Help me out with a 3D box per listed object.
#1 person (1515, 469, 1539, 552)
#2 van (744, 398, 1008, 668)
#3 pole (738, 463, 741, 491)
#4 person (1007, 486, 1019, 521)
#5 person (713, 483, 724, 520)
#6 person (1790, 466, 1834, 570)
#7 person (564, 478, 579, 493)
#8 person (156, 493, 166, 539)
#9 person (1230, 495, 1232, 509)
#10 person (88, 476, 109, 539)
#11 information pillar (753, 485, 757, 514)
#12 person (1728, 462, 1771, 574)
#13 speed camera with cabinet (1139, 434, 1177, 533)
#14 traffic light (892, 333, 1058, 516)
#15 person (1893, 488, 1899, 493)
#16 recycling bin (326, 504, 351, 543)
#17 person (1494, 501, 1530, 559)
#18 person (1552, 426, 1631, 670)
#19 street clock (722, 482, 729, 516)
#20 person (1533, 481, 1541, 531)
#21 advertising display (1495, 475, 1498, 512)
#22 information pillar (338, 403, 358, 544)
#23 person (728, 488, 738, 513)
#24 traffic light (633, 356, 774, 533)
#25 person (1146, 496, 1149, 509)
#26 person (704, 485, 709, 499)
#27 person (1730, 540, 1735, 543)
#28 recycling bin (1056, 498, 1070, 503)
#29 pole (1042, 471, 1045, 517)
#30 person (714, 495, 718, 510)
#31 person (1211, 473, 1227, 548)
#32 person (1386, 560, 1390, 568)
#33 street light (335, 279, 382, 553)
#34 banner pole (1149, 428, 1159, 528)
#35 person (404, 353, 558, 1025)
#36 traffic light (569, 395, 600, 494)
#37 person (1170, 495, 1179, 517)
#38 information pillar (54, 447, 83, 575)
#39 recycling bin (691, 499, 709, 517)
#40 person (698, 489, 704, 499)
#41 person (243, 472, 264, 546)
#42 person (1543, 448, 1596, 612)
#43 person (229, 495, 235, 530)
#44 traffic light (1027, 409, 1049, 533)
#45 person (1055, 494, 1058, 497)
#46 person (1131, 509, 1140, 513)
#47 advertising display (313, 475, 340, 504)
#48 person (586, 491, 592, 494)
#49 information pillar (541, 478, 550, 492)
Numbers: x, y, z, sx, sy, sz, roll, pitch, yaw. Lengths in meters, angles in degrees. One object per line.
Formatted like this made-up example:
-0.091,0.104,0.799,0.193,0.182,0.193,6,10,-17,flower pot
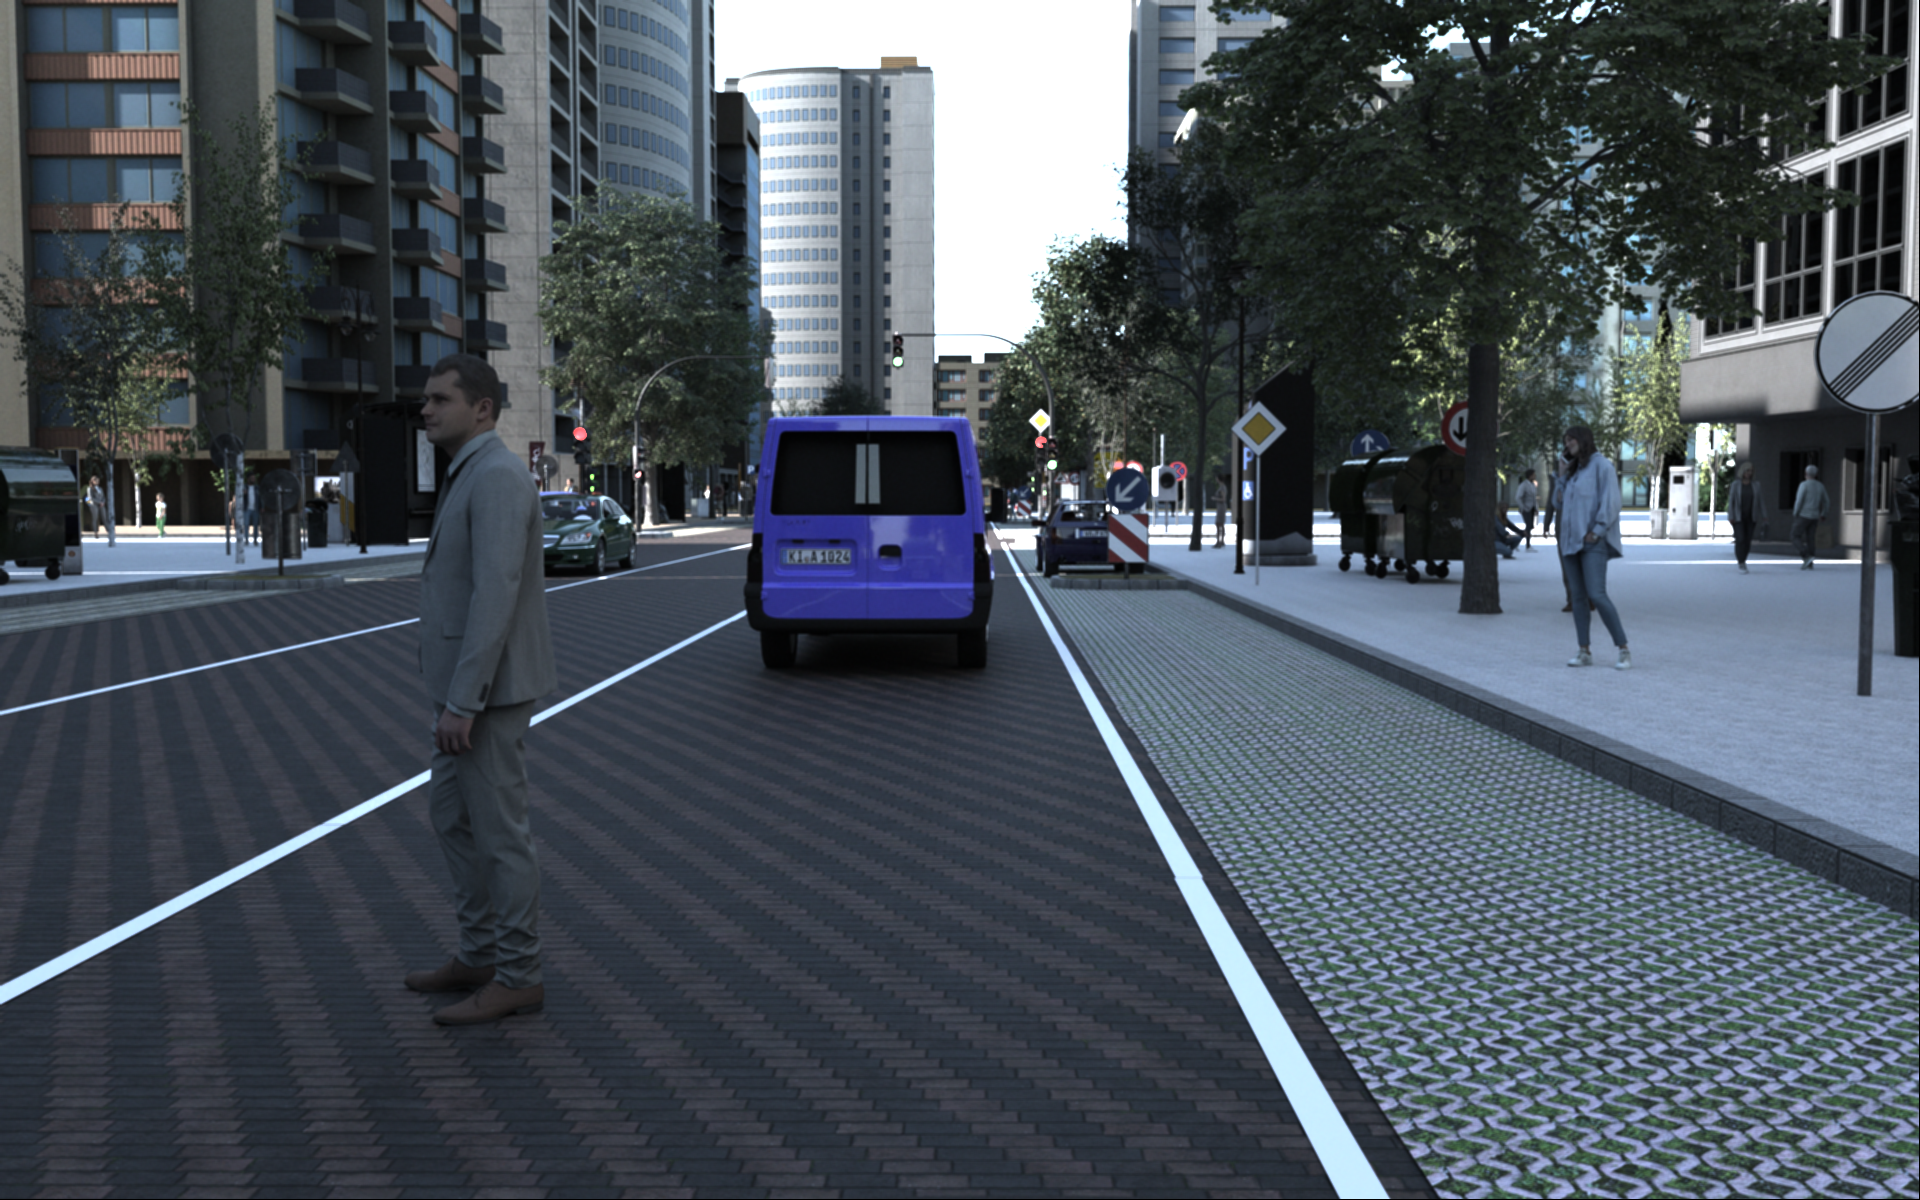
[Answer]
12.580,-2.000,38.587,0.661,1.843,0.795,-3,4,-37,person
-0.669,-0.706,15.936,2.240,2.365,5.245,0,4,1,van
-14.467,-7.335,113.765,0.158,3.312,0.155,0,3,0,pole
2.640,-4.904,88.673,0.713,1.824,0.794,2,4,28,person
-12.074,-4.943,86.840,0.580,1.828,0.573,0,4,2,person
14.547,-1.404,29.486,0.782,1.767,0.515,-1,4,-19,person
-13.461,-3.297,59.852,0.656,1.842,0.836,-2,4,-27,person
-22.825,-2.399,49.514,0.306,1.304,0.590,0,4,-3,person
15.858,-5.496,100.593,0.332,1.250,0.352,1,4,15,person
-24.550,-2.641,49.491,0.573,1.790,0.520,0,4,7,person
-13.161,-6.560,111.741,0.304,2.012,0.304,2,4,35,information pillar
12.807,-1.337,28.085,0.709,1.800,0.728,1,4,11,person
6.105,-3.846,57.218,2.038,3.252,0.660,-1,4,-13,speed camera with cabinet
0.477,-4.546,48.997,4.771,5.953,1.251,0,4,1,traffic light
12.708,-1.006,23.056,0.524,1.755,0.480,2,4,26,person
-16.343,-2.001,45.273,0.722,1.027,0.722,0,4,1,recycling bin
10.879,-1.390,34.265,1.012,1.151,0.738,-3,5,-39,person
4.714,-0.403,12.893,0.793,1.790,0.793,3,5,40,person
-13.683,-5.888,100.845,0.471,2.002,0.358,-1,4,-18,street clock
20.200,-3.315,60.795,0.362,1.759,0.519,2,4,25,person
17.590,-3.245,58.267,0.974,1.923,0.123,3,5,45,advertising display
-15.706,-3.256,44.595,0.504,3.616,0.183,-1,4,-10,information pillar
-15.468,-6.822,118.333,0.760,1.731,0.466,-2,4,-26,person
-8.526,-5.049,57.225,4.771,5.953,1.251,0,4,1,traffic light
15.449,-8.420,144.256,0.434,1.755,0.990,2,4,35,person
-14.839,-5.877,102.230,0.679,1.850,0.850,2,4,31,person
20.390,-2.389,45.284,0.511,1.800,0.466,3,5,43,person
6.065,-5.447,101.606,0.722,1.027,0.722,0,4,-8,recycling bin
4.786,-6.428,98.939,0.158,3.312,0.155,0,3,0,pole
-19.492,-7.856,137.680,0.628,1.438,0.799,1,4,10,person
6.116,-2.112,40.911,0.374,1.781,0.599,0,4,7,person
7.417,-1.445,29.943,0.520,1.790,0.573,1,4,11,person
-12.939,-3.951,37.389,0.468,5.910,1.993,0,4,1,street light
7.384,-4.634,65.779,0.401,3.779,0.863,0,4,6,banner pole
-1.314,0.233,4.783,0.391,1.810,0.635,-2,4,-25,person
-10.692,-3.688,49.224,0.839,4.253,0.868,0,4,1,traffic light
12.097,-5.640,98.036,0.659,1.850,0.755,2,4,29,person
-14.112,-1.402,27.417,0.304,2.012,0.304,-3,4,-38,information pillar
-14.320,-5.061,95.307,0.722,1.027,0.722,-3,4,-38,recycling bin
-22.069,-8.651,148.197,0.721,1.735,1.217,2,4,25,person
-17.243,-2.215,42.250,0.794,1.824,0.713,-1,4,-17,person
6.717,-0.781,18.933,0.709,1.813,0.853,2,4,30,person
-25.874,-3.125,61.813,0.362,1.253,0.373,-1,4,-11,person
2.642,-4.170,57.104,0.839,4.253,0.868,0,4,1,traffic light
9.539,-10.453,177.664,1.217,1.743,0.721,2,4,33,person
4.067,-1.835,40.729,0.332,1.250,0.352,0,4,8,person
-21.550,-3.296,59.096,0.974,1.923,0.123,0,4,-2,advertising display
-21.622,-5.793,101.185,0.534,1.772,0.576,-1,4,-13,person
-14.716,-3.488,61.516,0.304,2.012,0.304,-1,4,-22,information pillar
